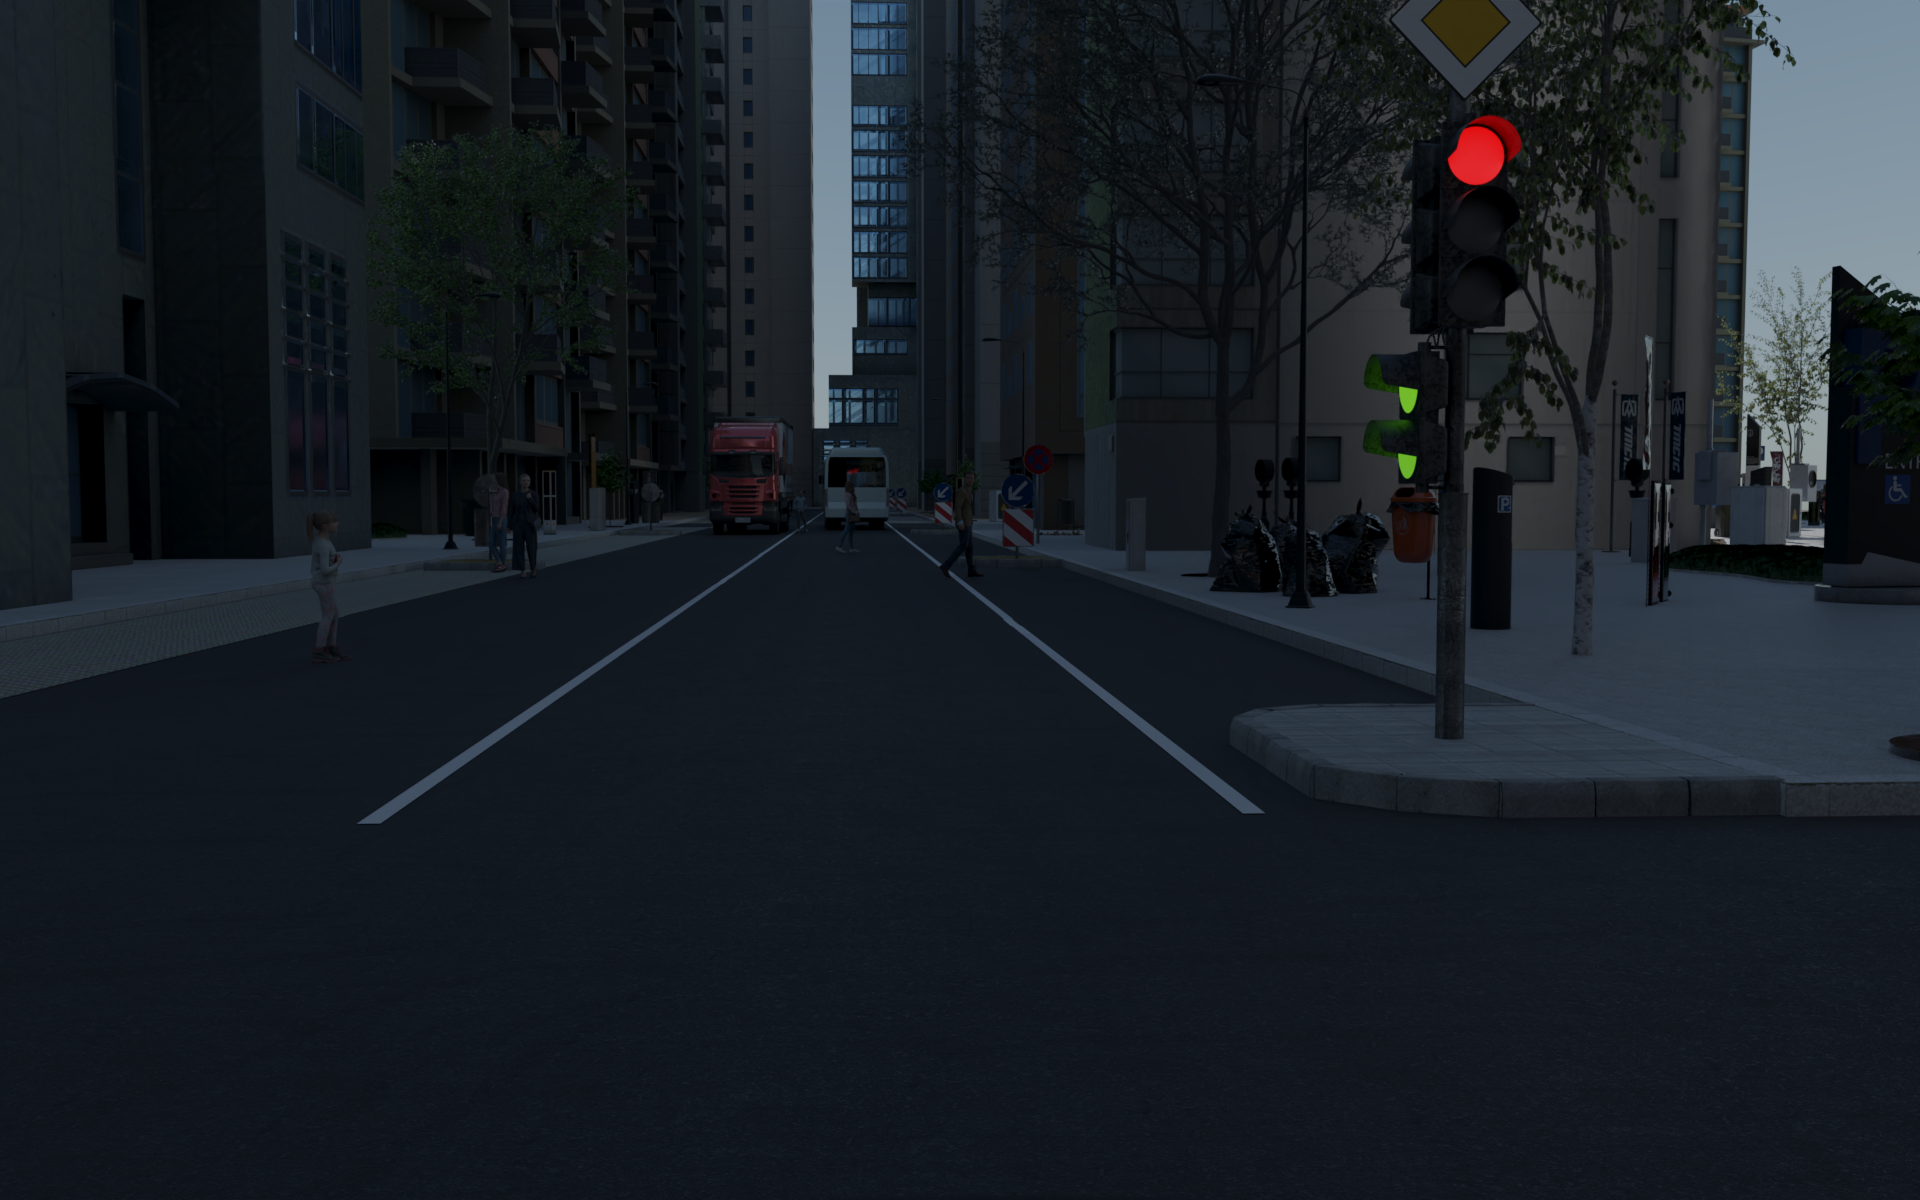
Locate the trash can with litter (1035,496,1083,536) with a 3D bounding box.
[{"bbox_3d":[2.913,-2.628,54.021,2.233,1.210,1.678,0,4,5],"label":"trash can with litter"}]

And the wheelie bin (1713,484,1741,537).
[{"bbox_3d":[23.028,-2.685,51.815,0.980,1.594,0.693,0,4,5],"label":"wheelie bin"}]

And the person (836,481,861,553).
[{"bbox_3d":[-2.743,-2.031,42.303,0.643,1.750,0.593,-1,4,-12],"label":"person"}]

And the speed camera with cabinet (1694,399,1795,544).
[{"bbox_3d":[16.026,-2.522,35.569,0.660,3.252,2.038,-1,4,-18],"label":"speed camera with cabinet"}]

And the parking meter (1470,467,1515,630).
[{"bbox_3d":[5.059,-0.493,16.476,0.372,1.533,0.369,0,3,0],"label":"parking meter"}]

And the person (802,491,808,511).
[{"bbox_3d":[-13.554,-8.603,149.952,1.217,1.735,0.721,3,4,39],"label":"person"}]

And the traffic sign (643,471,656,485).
[{"bbox_3d":[-13.935,-4.627,77.774,0.606,2.300,0.079,0,4,1],"label":"traffic sign"}]

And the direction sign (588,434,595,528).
[{"bbox_3d":[-13.840,-4.477,65.193,0.379,3.537,0.876,-2,4,-26],"label":"direction sign"}]

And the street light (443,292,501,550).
[{"bbox_3d":[-11.265,-4.126,39.994,1.470,5.913,1.316,0,4,-4],"label":"street light"}]

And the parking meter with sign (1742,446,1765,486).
[{"bbox_3d":[28.869,-4.098,63.261,0.543,3.016,1.738,1,4,12],"label":"parking meter with sign"}]

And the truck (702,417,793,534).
[{"bbox_3d":[-7.766,-4.652,64.977,2.839,4.237,11.283,0,4,-3],"label":"truck"}]

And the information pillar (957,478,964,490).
[{"bbox_3d":[0.011,-4.557,79.003,0.304,2.012,0.304,1,4,9],"label":"information pillar"}]

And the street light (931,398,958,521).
[{"bbox_3d":[-0.705,-6.806,83.823,1.470,5.913,1.316,0,4,-4],"label":"street light"}]

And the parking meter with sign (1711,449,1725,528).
[{"bbox_3d":[28.751,-4.261,65.931,0.543,3.016,1.738,2,4,27],"label":"parking meter with sign"}]

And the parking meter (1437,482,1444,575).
[{"bbox_3d":[7.756,-1.162,27.416,0.372,1.533,0.369,0,3,0],"label":"parking meter"}]

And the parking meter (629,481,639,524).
[{"bbox_3d":[-14.125,-4.242,75.061,0.255,1.863,0.399,2,4,32],"label":"parking meter"}]

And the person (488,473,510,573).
[{"bbox_3d":[-8.389,-1.405,31.488,0.388,1.821,0.555,-3,4,-39],"label":"person"}]

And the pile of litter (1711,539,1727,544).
[{"bbox_3d":[18.640,-1.810,43.567,1.176,0.858,1.719,1,4,14],"label":"pile of litter"}]

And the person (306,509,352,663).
[{"bbox_3d":[-5.389,-0.123,14.792,0.394,1.301,0.425,-3,5,-39],"label":"person"}]

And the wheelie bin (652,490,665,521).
[{"bbox_3d":[-14.583,-4.606,83.222,0.693,1.594,0.980,0,4,7],"label":"wheelie bin"}]

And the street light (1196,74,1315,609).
[{"bbox_3d":[3.305,-2.864,19.365,1.470,5.913,1.316,0,4,-4],"label":"street light"}]

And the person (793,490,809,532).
[{"bbox_3d":[-6.060,-3.395,65.819,0.589,1.601,0.330,-1,4,-13],"label":"person"}]

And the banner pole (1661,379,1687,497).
[{"bbox_3d":[15.418,-2.906,37.536,0.401,3.779,0.863,-1,4,-17],"label":"banner pole"}]

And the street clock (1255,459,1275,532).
[{"bbox_3d":[6.309,-1.917,35.917,0.358,2.002,0.471,-1,4,-17],"label":"street clock"}]

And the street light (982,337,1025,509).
[{"bbox_3d":[1.345,-4.830,51.508,1.470,5.913,1.316,0,4,-4],"label":"street light"}]

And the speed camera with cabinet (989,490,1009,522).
[{"bbox_3d":[2.350,-5.247,80.124,2.038,3.252,0.660,-2,4,-32],"label":"speed camera with cabinet"}]

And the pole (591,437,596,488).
[{"bbox_3d":[-13.045,-4.152,61.728,0.158,3.312,0.155,0,3,0],"label":"pole"}]

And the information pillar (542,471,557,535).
[{"bbox_3d":[-12.924,-3.060,54.530,0.304,2.012,0.304,1,4,21],"label":"information pillar"}]

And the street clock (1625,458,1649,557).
[{"bbox_3d":[13.773,-1.877,35.254,0.358,2.002,0.471,-1,4,-22],"label":"street clock"}]

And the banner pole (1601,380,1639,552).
[{"bbox_3d":[14.601,-2.947,38.199,0.863,3.779,0.401,-1,4,-17],"label":"banner pole"}]

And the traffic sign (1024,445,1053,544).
[{"bbox_3d":[2.017,-2.728,44.705,0.768,2.556,0.104,0,4,-2],"label":"traffic sign"}]

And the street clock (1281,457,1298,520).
[{"bbox_3d":[6.562,-1.818,34.289,0.358,2.002,0.471,-1,4,-18],"label":"street clock"}]

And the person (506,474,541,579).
[{"bbox_3d":[-7.423,-1.258,29.494,0.576,1.772,0.534,-1,4,-18],"label":"person"}]

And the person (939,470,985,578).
[{"bbox_3d":[0.054,-1.306,29.771,0.836,1.842,0.656,-1,4,-17],"label":"person"}]

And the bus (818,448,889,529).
[{"bbox_3d":[-4.641,-4.903,75.031,2.948,3.499,13.247,0,4,-5],"label":"bus"}]

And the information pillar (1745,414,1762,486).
[{"bbox_3d":[23.056,-3.611,50.389,0.183,3.616,0.504,-1,4,-22],"label":"information pillar"}]

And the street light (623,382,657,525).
[{"bbox_3d":[-13.295,-6.085,72.027,1.470,5.913,1.316,0,4,-4],"label":"street light"}]

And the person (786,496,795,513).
[{"bbox_3d":[-12.870,-7.535,132.405,0.721,1.736,1.217,3,5,39],"label":"person"}]

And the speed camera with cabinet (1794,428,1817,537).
[{"bbox_3d":[24.899,-3.509,51.701,2.038,3.252,0.660,-3,5,-43],"label":"speed camera with cabinet"}]

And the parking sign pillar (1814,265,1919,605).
[{"bbox_3d":[11.003,-1.963,20.568,1.447,3.967,1.447,-1,4,-12],"label":"parking sign pillar"}]
